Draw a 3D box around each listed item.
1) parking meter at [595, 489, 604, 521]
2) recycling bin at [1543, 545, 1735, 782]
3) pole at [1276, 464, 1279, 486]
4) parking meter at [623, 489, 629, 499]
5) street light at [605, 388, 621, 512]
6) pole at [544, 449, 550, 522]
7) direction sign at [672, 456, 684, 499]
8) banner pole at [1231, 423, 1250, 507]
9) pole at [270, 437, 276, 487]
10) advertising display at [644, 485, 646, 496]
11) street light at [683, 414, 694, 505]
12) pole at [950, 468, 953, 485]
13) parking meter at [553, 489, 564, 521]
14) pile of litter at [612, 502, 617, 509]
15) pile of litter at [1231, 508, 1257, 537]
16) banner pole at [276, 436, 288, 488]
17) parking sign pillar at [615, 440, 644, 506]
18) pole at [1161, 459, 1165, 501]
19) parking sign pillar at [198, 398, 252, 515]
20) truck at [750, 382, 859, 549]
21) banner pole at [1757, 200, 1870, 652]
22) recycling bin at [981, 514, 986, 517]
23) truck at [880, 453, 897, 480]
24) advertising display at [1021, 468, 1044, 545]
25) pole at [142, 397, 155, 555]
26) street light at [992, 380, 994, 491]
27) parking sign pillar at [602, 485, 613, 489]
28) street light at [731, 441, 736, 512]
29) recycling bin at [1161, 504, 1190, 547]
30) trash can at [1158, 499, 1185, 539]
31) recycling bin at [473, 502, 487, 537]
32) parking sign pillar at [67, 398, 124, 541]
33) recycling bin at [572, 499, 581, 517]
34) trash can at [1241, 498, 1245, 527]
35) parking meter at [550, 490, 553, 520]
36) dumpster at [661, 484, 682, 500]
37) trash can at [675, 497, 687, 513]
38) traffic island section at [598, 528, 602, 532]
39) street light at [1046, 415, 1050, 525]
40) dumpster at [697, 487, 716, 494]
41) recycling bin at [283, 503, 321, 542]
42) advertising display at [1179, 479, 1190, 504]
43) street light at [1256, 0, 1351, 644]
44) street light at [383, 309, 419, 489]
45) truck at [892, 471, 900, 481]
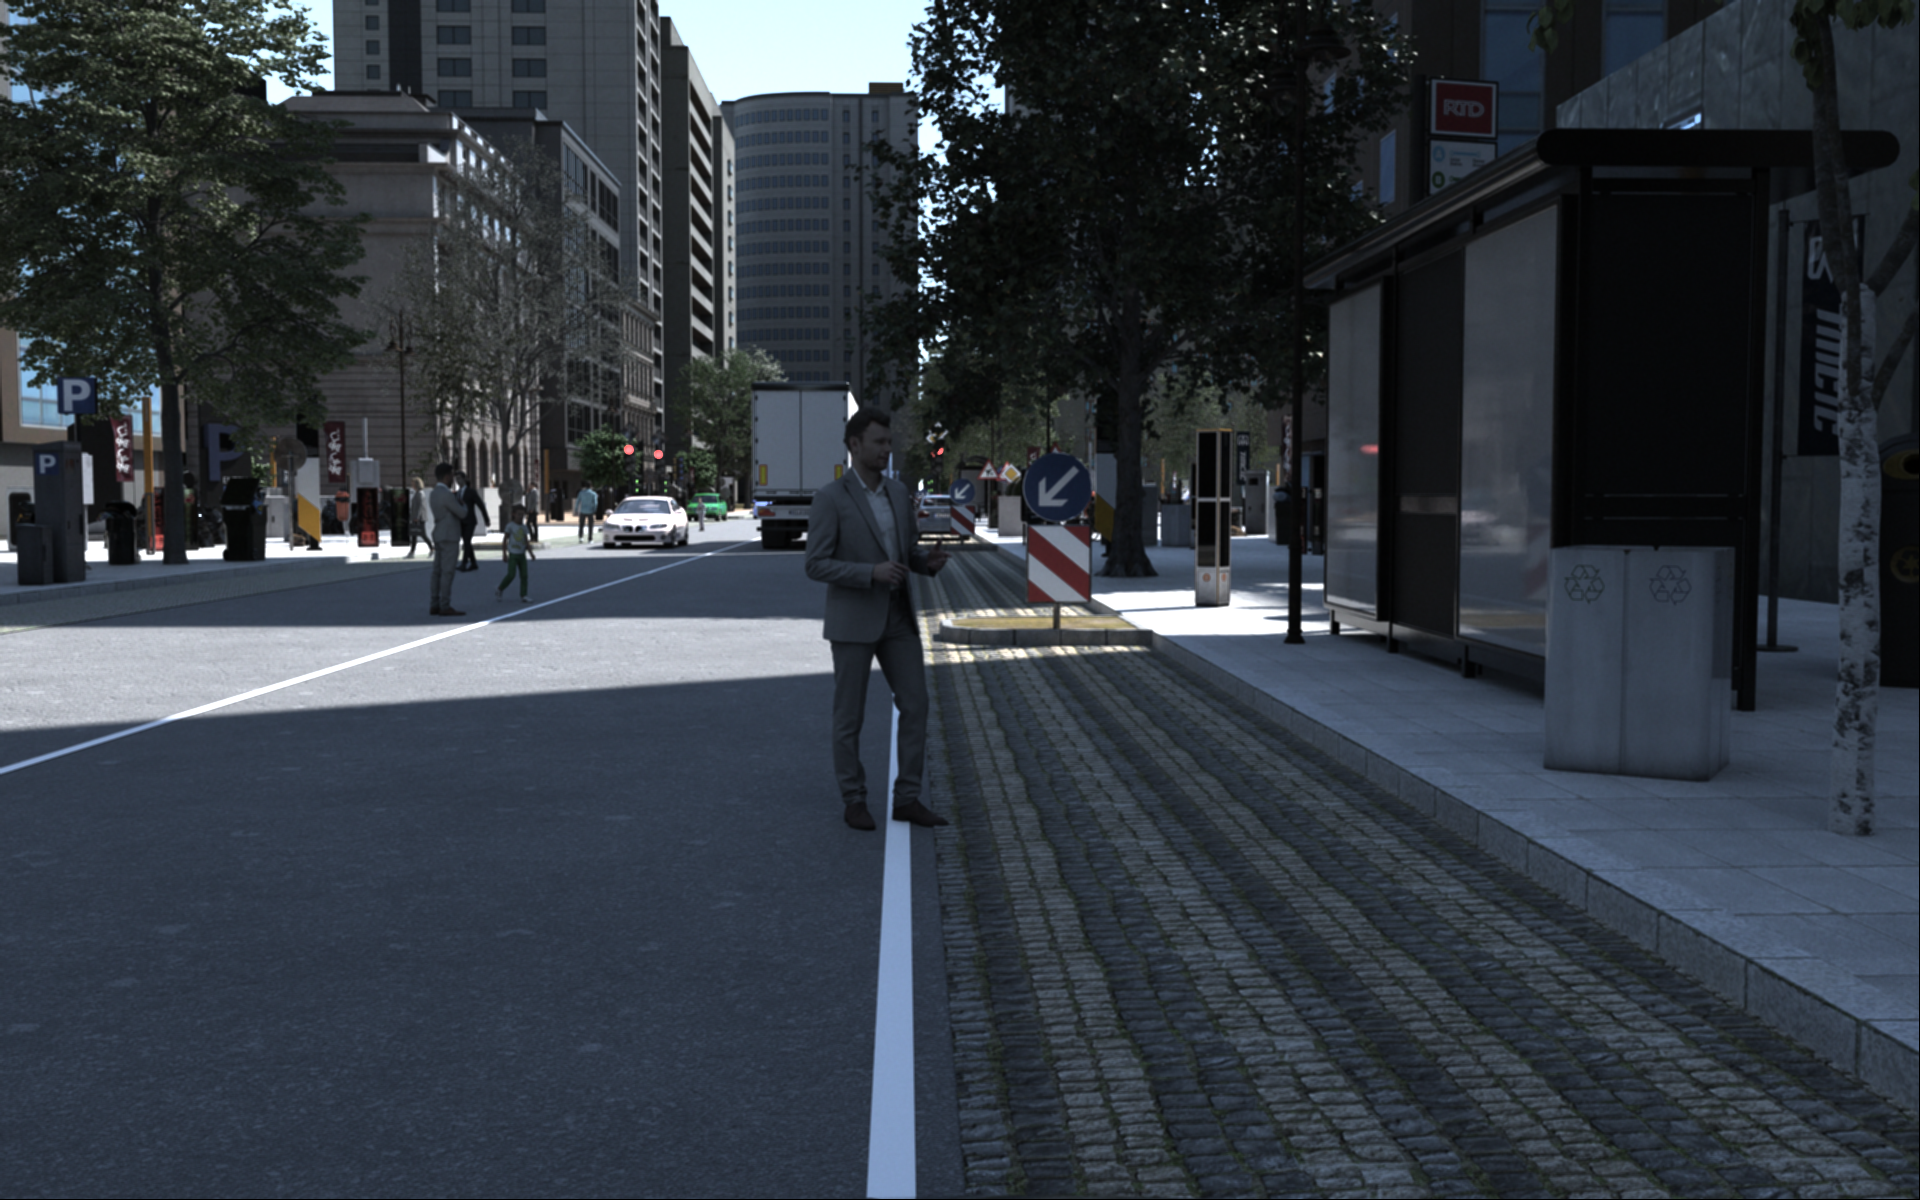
[{"bbox_3d":[-18.956,-5.061,91.159,0.372,1.533,0.369,0,3,0],"label":"parking meter"},{"bbox_3d":[3.202,0.269,8.158,0.722,1.027,0.722,2,4,32],"label":"recycling bin"},{"bbox_3d":[21.387,-7.509,116.610,0.158,3.312,0.155,0,3,0],"label":"pole"},{"bbox_3d":[-21.292,-6.310,111.571,0.372,1.533,0.369,0,3,0],"label":"parking meter"},{"bbox_3d":[-14.965,-6.236,74.752,0.468,5.910,1.993,0,4,-2],"label":"street light"},{"bbox_3d":[-18.876,-5.217,79.140,0.158,3.312,0.155,0,3,0],"label":"pole"},{"bbox_3d":[-16.751,-6.777,102.798,0.379,3.537,0.876,3,4,37],"label":"direction sign"},{"bbox_3d":[9.789,-4.335,60.890,0.863,3.779,0.401,0,4,-5],"label":"banner pole"},{"bbox_3d":[-24.595,-4.172,62.053,0.158,3.312,0.155,0,3,0],"label":"pole"},{"bbox_3d":[-23.422,-7.429,126.679,0.974,1.923,0.123,-1,4,-10],"label":"advertising display"},{"bbox_3d":[-15.764,-7.826,100.751,0.468,5.910,1.993,0,4,-2],"label":"street light"},{"bbox_3d":[-0.627,-7.920,123.330,0.158,3.312,0.155,0,3,0],"label":"pole"},{"bbox_3d":[-18.945,-4.502,82.019,0.372,1.533,0.369,0,3,0],"label":"parking meter"},{"bbox_3d":[-18.184,-4.828,92.894,1.176,0.858,1.719,-1,4,-22],"label":"pile of litter"},{"bbox_3d":[8.179,-2.369,52.698,1.176,0.858,1.719,-3,4,-37],"label":"pile of litter"},{"bbox_3d":[-29.118,-5.170,74.542,0.401,3.779,0.863,3,4,37],"label":"banner pole"},{"bbox_3d":[-16.208,-5.913,85.157,1.447,3.967,1.447,-1,4,-12],"label":"parking sign pillar"},{"bbox_3d":[11.651,-6.467,99.578,0.158,3.312,0.155,0,3,0],"label":"pole"},{"bbox_3d":[-20.469,-3.658,48.278,1.447,3.967,1.447,3,5,42],"label":"parking sign pillar"},{"bbox_3d":[-4.154,-3.668,48.882,2.839,4.237,11.283,0,4,-2],"label":"truck"},{"bbox_3d":[6.831,-1.464,13.961,0.401,3.779,0.863,-3,5,-42],"label":"banner pole"},{"bbox_3d":[1.221,-5.234,98.131,0.722,1.027,0.722,1,4,12],"label":"recycling bin"},{"bbox_3d":[-4.846,-6.229,91.597,2.967,4.110,18.799,0,4,-2],"label":"truck"},{"bbox_3d":[1.835,-2.351,43.655,0.123,1.923,0.974,2,4,33],"label":"advertising display"},{"bbox_3d":[-17.110,-2.611,36.526,0.158,3.312,0.155,0,3,0],"label":"pole"},{"bbox_3d":[1.249,-5.711,66.159,0.468,5.910,1.993,0,4,-2],"label":"street light"},{"bbox_3d":[-21.982,-7.416,109.729,1.447,3.967,1.447,0,4,-4],"label":"parking sign pillar"},{"bbox_3d":[-16.568,-9.398,126.440,0.468,5.910,1.993,0,4,-2],"label":"street light"},{"bbox_3d":[5.393,-1.817,42.255,0.722,1.027,0.722,-2,4,-26],"label":"recycling bin"},{"bbox_3d":[5.799,-2.191,47.484,0.748,1.137,0.748,0,3,0],"label":"trash can"},{"bbox_3d":[-14.768,-2.439,52.439,0.722,1.027,0.722,-2,4,-30],"label":"recycling bin"},{"bbox_3d":[-23.681,-3.608,47.464,1.447,3.967,1.447,-1,4,-16],"label":"parking sign pillar"},{"bbox_3d":[-21.593,-5.257,98.511,0.722,1.027,0.722,-2,4,-32],"label":"recycling bin"},{"bbox_3d":[11.403,-3.453,68.102,0.748,1.137,0.748,0,3,0],"label":"trash can"},{"bbox_3d":[-20.166,-4.747,86.016,0.372,1.533,0.369,0,3,0],"label":"parking meter"},{"bbox_3d":[-17.468,-6.029,104.337,1.264,1.857,1.865,0,4,-2],"label":"dumpster"},{"bbox_3d":[-15.661,-5.231,97.187,0.748,1.137,0.748,0,3,0],"label":"trash can"},{"bbox_3d":[-12.696,-2.718,66.726,2.009,0.180,2.903,0,4,-2],"label":"traffic island section"},{"bbox_3d":[2.067,-4.140,40.470,0.468,5.910,1.993,0,4,-2],"label":"street light"},{"bbox_3d":[-18.582,-7.403,126.799,1.264,1.857,1.865,0,4,-2],"label":"dumpster"},{"bbox_3d":[-17.731,-2.088,46.691,0.722,1.027,0.722,1,4,10],"label":"recycling bin"},{"bbox_3d":[9.853,-4.335,76.085,0.123,1.923,0.974,2,4,31],"label":"advertising display"},{"bbox_3d":[2.879,-2.565,14.728,0.468,5.910,1.993,0,4,-2],"label":"street light"},{"bbox_3d":[-13.994,-4.326,43.526,0.468,5.910,1.993,0,4,-2],"label":"street light"},{"bbox_3d":[-7.838,-12.509,194.276,2.967,4.110,18.799,0,4,-2],"label":"truck"}]
